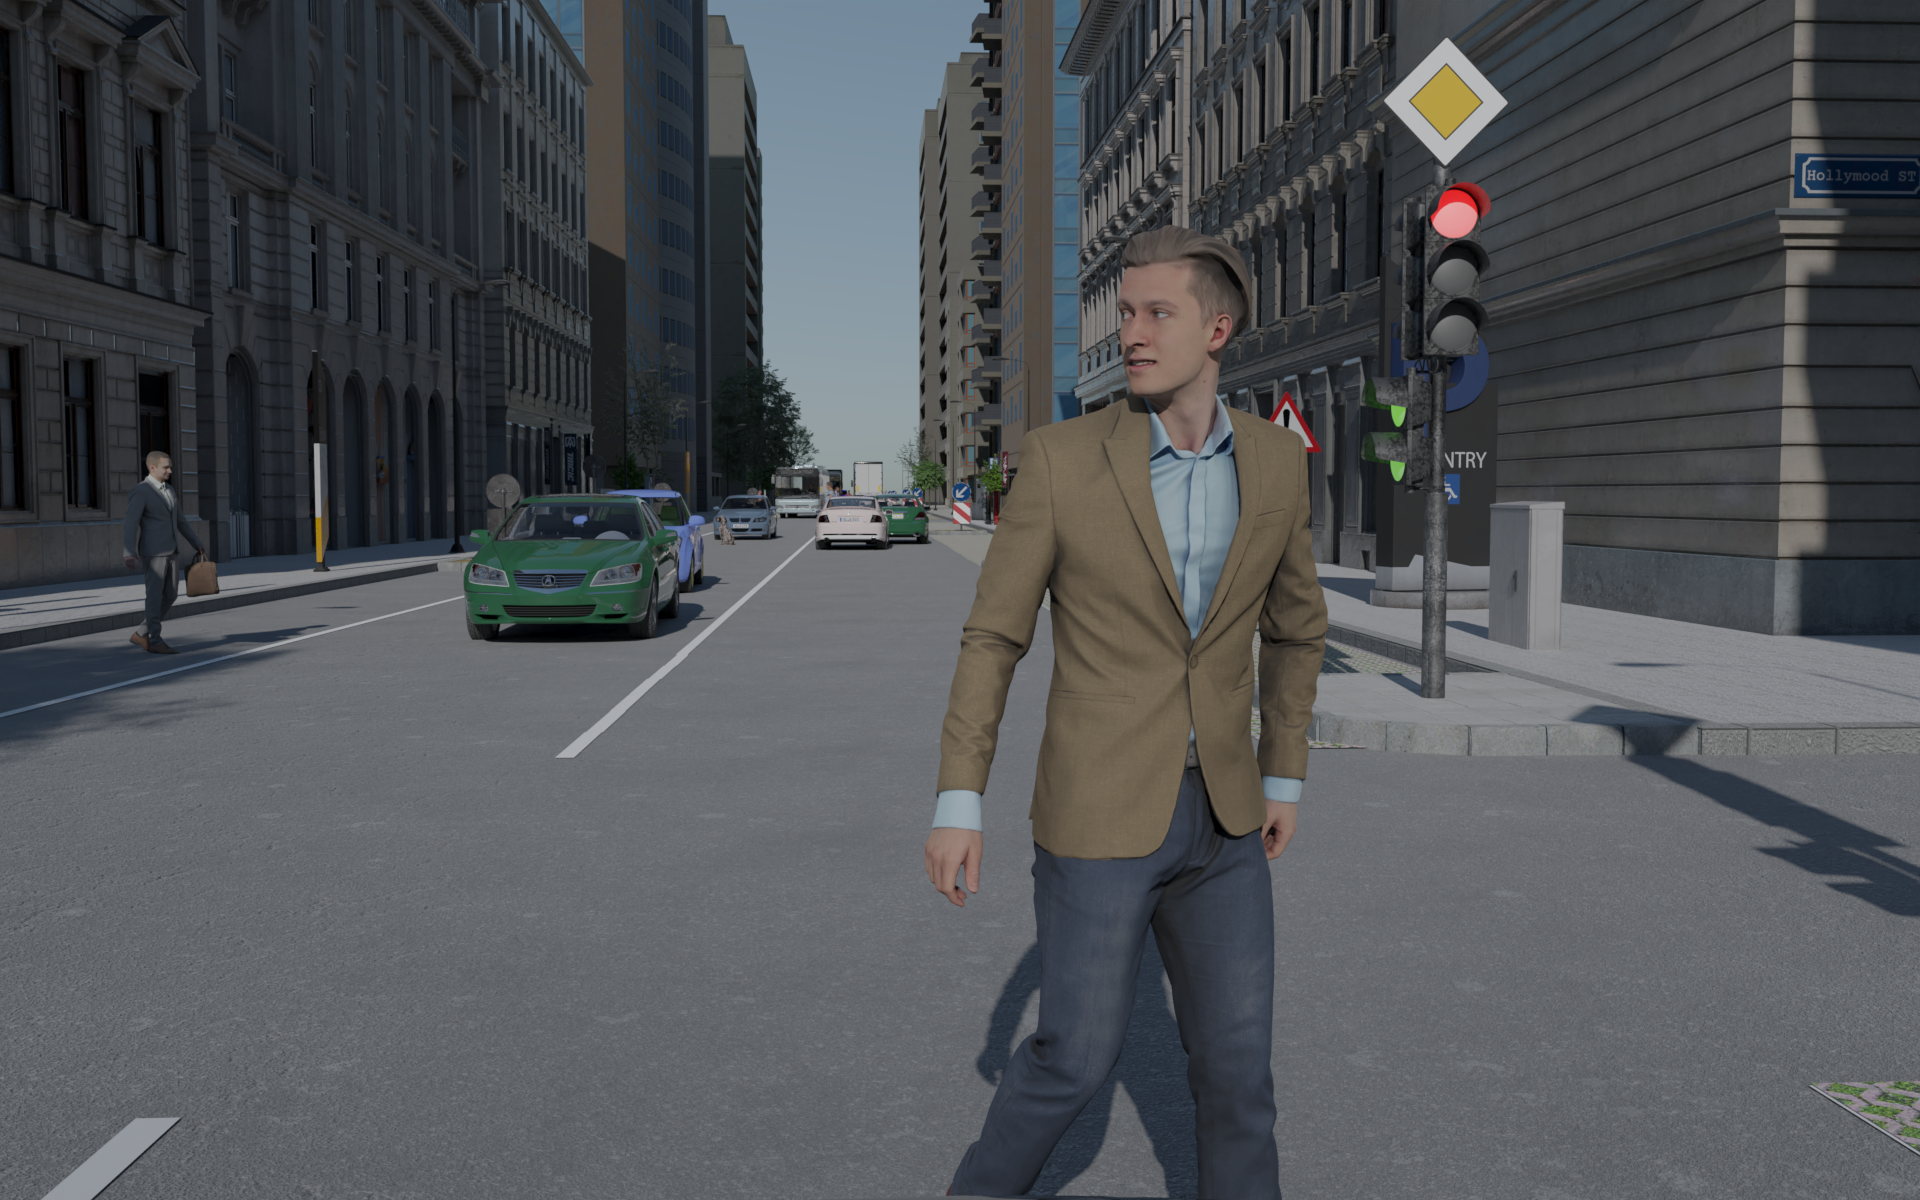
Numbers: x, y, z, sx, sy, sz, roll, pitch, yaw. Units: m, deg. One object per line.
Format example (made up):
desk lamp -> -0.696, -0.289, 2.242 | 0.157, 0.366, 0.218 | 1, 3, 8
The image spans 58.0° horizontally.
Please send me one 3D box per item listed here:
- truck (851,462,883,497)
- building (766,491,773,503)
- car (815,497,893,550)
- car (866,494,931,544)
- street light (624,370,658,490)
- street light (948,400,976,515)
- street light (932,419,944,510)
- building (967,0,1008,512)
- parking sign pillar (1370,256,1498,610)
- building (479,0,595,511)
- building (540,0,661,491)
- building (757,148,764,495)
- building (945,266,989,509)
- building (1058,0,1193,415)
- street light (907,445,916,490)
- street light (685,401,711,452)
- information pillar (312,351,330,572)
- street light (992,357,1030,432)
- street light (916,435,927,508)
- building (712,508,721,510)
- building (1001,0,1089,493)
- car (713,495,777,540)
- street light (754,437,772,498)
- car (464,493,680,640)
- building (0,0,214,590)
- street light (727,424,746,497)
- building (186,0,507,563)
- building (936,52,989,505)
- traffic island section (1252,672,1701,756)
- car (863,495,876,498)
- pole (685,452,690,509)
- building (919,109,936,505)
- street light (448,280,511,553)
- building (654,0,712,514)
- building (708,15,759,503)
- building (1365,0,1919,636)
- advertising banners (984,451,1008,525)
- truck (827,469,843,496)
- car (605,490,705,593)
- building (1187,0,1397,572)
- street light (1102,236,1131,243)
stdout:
truck -> -8.272, -10.142, 154.731 | 2.839, 4.237, 11.283 | 0, 4, -4
building -> -39.755, -32.145, 217.453 | 32.217, 40.220, 23.993 | 0, 4, -3
car -> -2.829, -2.051, 45.904 | 2.083, 1.381, 4.827 | 0, 4, -1
car -> -1.886, -2.390, 50.880 | 2.131, 1.459, 4.920 | 0, 4, -3
street light -> -11.986, -5.645, 64.832 | 1.470, 5.913, 1.316 | 0, 4, -3
street light -> 0.198, -6.935, 85.920 | 1.470, 5.913, 1.316 | 0, 4, -3
street light -> -0.959, -8.254, 107.501 | 1.470, 5.913, 1.316 | 0, 4, -3
building -> 12.027, -28.251, 116.536 | 22.147, 44.769, 28.867 | 0, 4, -3
parking sign pillar -> 5.454, -1.915, 19.782 | 1.447, 3.967, 1.447 | -1, 4, -14
building -> -19.762, -13.142, 64.014 | 9.793, 20.994, 18.267 | 0, 4, -3
building -> -23.708, -26.974, 91.132 | 14.600, 45.320, 14.200 | 0, 4, -3
building -> -29.971, -31.486, 198.397 | 14.154, 41.232, 14.086 | 0, 4, -3
building -> 13.235, -18.447, 146.644 | 27.650, 21.520, 28.899 | 0, 4, -3
building -> 9.145, -13.133, 65.634 | 10.553, 20.767, 40.483 | 0, 4, -3
street light -> -4.018, -11.610, 162.361 | 1.470, 5.913, 1.316 | 0, 4, -3
street light -> -13.113, -6.968, 86.468 | 1.470, 5.913, 1.316 | 0, 4, -3
information pillar -> -10.574, -2.281, 28.642 | 0.183, 3.616, 0.504 | 0, 4, -6
street light -> 1.789, -5.274, 58.766 | 1.470, 5.913, 1.316 | 0, 4, -3
street light -> -2.455, -9.949, 135.206 | 1.470, 5.913, 1.316 | 0, 4, -3
building -> -35.840, -27.304, 138.305 | 32.217, 40.220, 23.993 | 0, 4, -3
building -> 9.738, -27.202, 94.865 | 14.600, 45.320, 14.200 | 0, 4, -3
car -> -6.852, -2.666, 55.587 | 2.014, 1.417, 4.499 | 0, 4, -2
street light -> -16.307, -10.373, 142.139 | 1.470, 5.913, 1.316 | 0, 4, -3
car -> -4.051, -0.415, 18.591 | 2.131, 1.459, 4.920 | 0, 4, -5
building -> -17.372, -9.536, 20.549 | 10.561, 19.102, 19.286 | 0, 4, -3
street light -> -14.854, -8.701, 114.801 | 1.470, 5.913, 1.316 | 0, 4, -3
building -> -20.214, -12.278, 42.551 | 13.314, 21.916, 24.055 | 0, 4, -3
building -> 8.748, -34.508, 187.901 | 21.300, 48.544, 21.600 | 0, 4, -3
traffic island section -> 3.005, 0.694, 10.927 | 2.009, 0.180, 2.903 | 0, 4, -3
car -> -5.605, -6.064, 111.513 | 2.083, 1.381, 4.827 | 0, 4, -4
pole -> -13.181, -5.503, 83.815 | 0.158, 3.312, 0.155 | 0, 3, 0
building -> 6.063, -35.819, 209.345 | 21.300, 48.544, 21.600 | 0, 4, -3
street light -> -10.440, -3.984, 37.675 | 1.470, 5.913, 1.316 | 0, 4, -3
building -> -28.070, -34.868, 112.084 | 21.231, 58.520, 28.212 | 0, 4, -3
building -> -32.311, -34.020, 179.927 | 21.300, 48.544, 21.600 | 0, 4, -3
building -> 23.976, -12.349, 20.986 | 34.723, 24.649, 14.460 | 0, 4, -3
advertising banners -> 1.517, -4.624, 71.792 | 0.090, 3.025, 2.074 | -2, 4, -26
truck -> -14.758, -12.821, 198.544 | 2.839, 4.237, 11.283 | 0, 4, -3
car -> -4.801, -1.013, 26.147 | 1.945, 1.707, 3.694 | 0, 4, -5
building -> 11.056, -11.441, 36.204 | 9.793, 20.994, 18.267 | 0, 4, -3
street light -> 3.244, -3.597, 31.353 | 1.470, 5.913, 1.316 | 0, 4, -3
